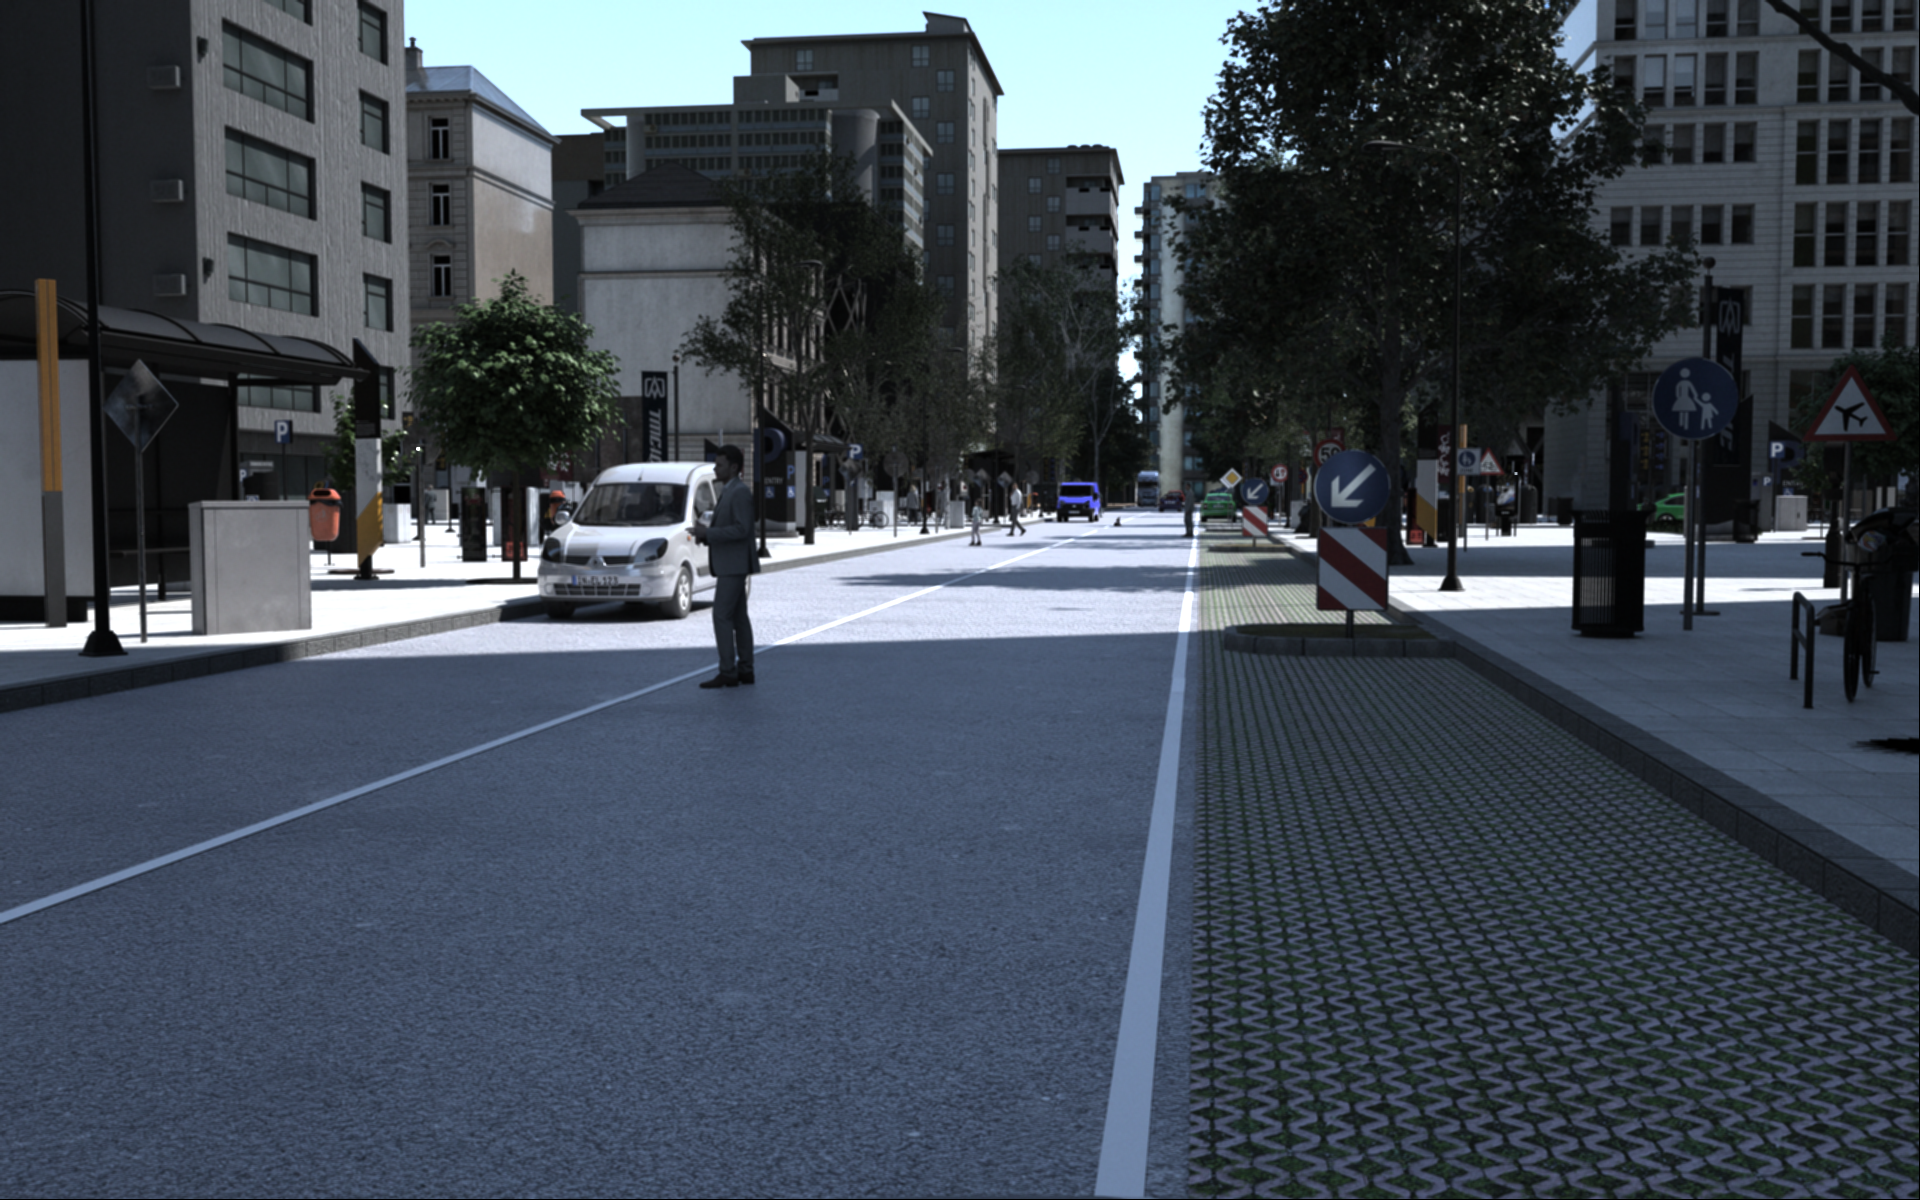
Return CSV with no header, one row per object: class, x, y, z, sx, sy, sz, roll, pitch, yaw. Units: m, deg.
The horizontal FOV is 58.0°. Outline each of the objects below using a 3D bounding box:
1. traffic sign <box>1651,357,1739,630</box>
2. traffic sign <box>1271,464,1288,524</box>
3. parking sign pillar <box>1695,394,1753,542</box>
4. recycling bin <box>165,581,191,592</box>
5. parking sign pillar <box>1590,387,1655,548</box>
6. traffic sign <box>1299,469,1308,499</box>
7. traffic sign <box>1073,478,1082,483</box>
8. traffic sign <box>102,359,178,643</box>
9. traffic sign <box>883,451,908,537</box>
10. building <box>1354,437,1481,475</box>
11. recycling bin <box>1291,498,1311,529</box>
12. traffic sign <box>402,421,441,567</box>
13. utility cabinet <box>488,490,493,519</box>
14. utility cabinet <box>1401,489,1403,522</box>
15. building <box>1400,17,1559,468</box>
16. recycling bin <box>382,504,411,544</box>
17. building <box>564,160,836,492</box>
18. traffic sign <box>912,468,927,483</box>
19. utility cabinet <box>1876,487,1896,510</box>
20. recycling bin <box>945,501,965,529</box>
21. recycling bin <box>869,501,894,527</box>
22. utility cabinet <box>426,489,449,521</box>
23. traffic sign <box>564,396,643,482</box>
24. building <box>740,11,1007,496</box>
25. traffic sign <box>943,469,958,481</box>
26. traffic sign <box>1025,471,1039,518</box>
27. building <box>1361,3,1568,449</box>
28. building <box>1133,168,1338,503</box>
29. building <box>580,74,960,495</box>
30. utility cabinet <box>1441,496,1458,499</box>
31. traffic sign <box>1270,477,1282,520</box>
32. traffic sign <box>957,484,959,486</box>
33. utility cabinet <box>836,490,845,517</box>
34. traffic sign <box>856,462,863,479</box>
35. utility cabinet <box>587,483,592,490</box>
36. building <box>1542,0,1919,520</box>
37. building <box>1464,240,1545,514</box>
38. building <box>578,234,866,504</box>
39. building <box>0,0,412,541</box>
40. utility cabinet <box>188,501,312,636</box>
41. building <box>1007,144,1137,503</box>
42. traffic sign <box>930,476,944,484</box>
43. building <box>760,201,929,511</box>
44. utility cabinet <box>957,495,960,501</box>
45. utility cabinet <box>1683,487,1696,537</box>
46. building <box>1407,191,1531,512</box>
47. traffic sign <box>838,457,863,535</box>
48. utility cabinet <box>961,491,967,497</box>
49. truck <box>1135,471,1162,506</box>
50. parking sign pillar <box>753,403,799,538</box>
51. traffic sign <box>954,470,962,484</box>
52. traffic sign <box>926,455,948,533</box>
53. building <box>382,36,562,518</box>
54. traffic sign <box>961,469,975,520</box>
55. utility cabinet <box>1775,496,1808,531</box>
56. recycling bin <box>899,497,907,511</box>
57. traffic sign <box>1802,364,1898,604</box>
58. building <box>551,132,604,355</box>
traffic sign,6.871,-0.989,16.272,0.768,2.556,0.104,1,4,10
traffic sign,13.530,-4.471,73.214,0.768,2.556,0.104,1,4,15
parking sign pillar,20.711,-3.578,46.966,1.447,3.967,1.447,0,4,7
recycling bin,-10.142,-0.638,22.979,0.722,1.027,0.722,0,4,-2
parking sign pillar,15.886,-3.238,41.409,1.447,3.967,1.447,2,4,31
traffic sign,17.228,-5.358,87.707,0.768,2.556,0.104,1,4,10
traffic sign,9.407,-8.487,138.875,0.768,2.556,0.104,1,4,10
traffic sign,-7.038,-0.837,14.870,0.795,2.450,0.064,1,4,17
traffic sign,-1.920,-3.136,51.373,0.768,2.556,0.104,1,4,15
building,52.436,-33.521,198.180,14.600,45.320,14.200,0,4,8
recycling bin,12.568,-3.099,63.225,0.722,1.027,0.722,-2,4,-33
traffic sign,-9.413,-1.845,30.268,0.768,2.556,0.104,1,4,13
utility cabinet,-22.935,-4.740,86.174,1.173,1.500,0.318,2,4,33
utility cabinet,19.740,-4.249,78.157,0.318,1.500,1.173,0,4,7
building,45.688,-28.736,153.424,14.154,41.232,14.086,0,4,8
recycling bin,-14.722,-1.978,44.892,0.722,1.027,0.722,1,4,12
building,-14.319,-14.421,100.408,10.561,19.102,19.286,0,4,8
traffic sign,-1.998,-5.185,84.874,0.768,2.556,0.104,1,4,13
utility cabinet,29.577,-2.810,54.616,1.173,1.500,0.318,3,4,37
recycling bin,-0.193,-3.188,64.675,0.722,1.027,0.722,0,4,2
recycling bin,-3.059,-3.350,67.328,0.722,1.027,0.722,3,4,36
utility cabinet,-24.893,-4.524,82.653,1.173,1.500,0.318,1,4,19
traffic sign,-7.293,-2.589,36.199,2.265,3.308,0.079,1,4,17
building,-10.120,-37.339,199.723,27.495,52.752,28.713,0,4,8
traffic sign,-0.497,-5.453,89.269,0.768,2.556,0.104,1,4,12
traffic sign,3.910,-5.767,94.393,0.768,2.556,0.104,1,4,9
building,53.432,-52.672,173.863,22.319,86.520,31.000,0,4,8
building,41.009,-38.871,255.154,30.456,49.044,23.786,0,4,8
building,-16.552,-28.924,164.793,32.217,40.220,23.993,0,4,8
utility cabinet,18.061,-3.232,64.004,0.306,1.237,1.020,0,4,-4
traffic sign,15.691,-5.127,85.948,0.606,2.300,0.079,1,4,16
traffic sign,-0.245,-5.784,95.759,0.795,2.450,0.064,1,4,11
utility cabinet,-6.852,-5.378,96.613,1.173,1.500,0.318,3,5,45
traffic sign,-4.119,-4.079,66.805,0.768,2.556,0.104,1,4,16
utility cabinet,-6.826,-1.580,34.516,1.173,1.500,0.318,1,4,17
building,46.123,-18.970,87.651,29.804,29.767,11.434,0,4,8
building,42.301,-15.179,115.626,16.820,18.784,16.811,0,4,8
building,-15.107,-15.368,118.714,16.820,18.784,16.811,0,4,8
building,-23.601,-16.863,47.413,14.107,30.474,14.160,0,4,8
utility cabinet,-6.593,-0.302,16.106,0.306,1.237,1.020,3,5,43
building,12.507,-41.064,260.639,27.495,52.752,28.713,0,4,8
traffic sign,-1.200,-5.482,89.736,0.768,2.556,0.104,1,4,16
building,-9.832,-18.976,139.929,12.332,23.373,15.834,0,4,8
utility cabinet,-0.548,-7.771,138.217,1.020,1.237,0.306,0,4,3
utility cabinet,21.722,-2.554,50.442,1.173,1.500,0.318,1,4,22
building,42.220,-19.358,134.528,12.078,24.808,19.932,0,4,8
traffic sign,-3.418,-3.224,53.894,0.795,2.450,0.064,1,4,11
utility cabinet,0.651,-7.774,135.783,1.173,1.500,0.318,1,4,9
truck,23.000,-13.374,208.416,2.967,4.110,18.799,1,4,9
parking sign pillar,-5.466,-3.816,50.867,1.447,3.967,1.447,2,4,34
traffic sign,-0.219,-5.645,92.402,0.768,2.556,0.104,1,4,10
traffic sign,-0.762,-3.449,56.502,0.768,2.556,0.104,1,4,17
building,-37.096,-18.496,99.669,25.104,27.353,12.463,0,4,8
traffic sign,0.398,-5.329,87.228,0.768,2.556,0.104,1,4,14
utility cabinet,28.575,-2.959,59.545,1.020,1.237,0.306,0,4,-7
recycling bin,-4.013,-7.070,128.141,0.722,1.027,0.722,-2,4,-33
traffic sign,8.950,-1.069,17.476,0.884,2.594,0.081,1,4,12
building,-45.233,-34.323,211.292,14.200,45.320,14.600,0,4,8
